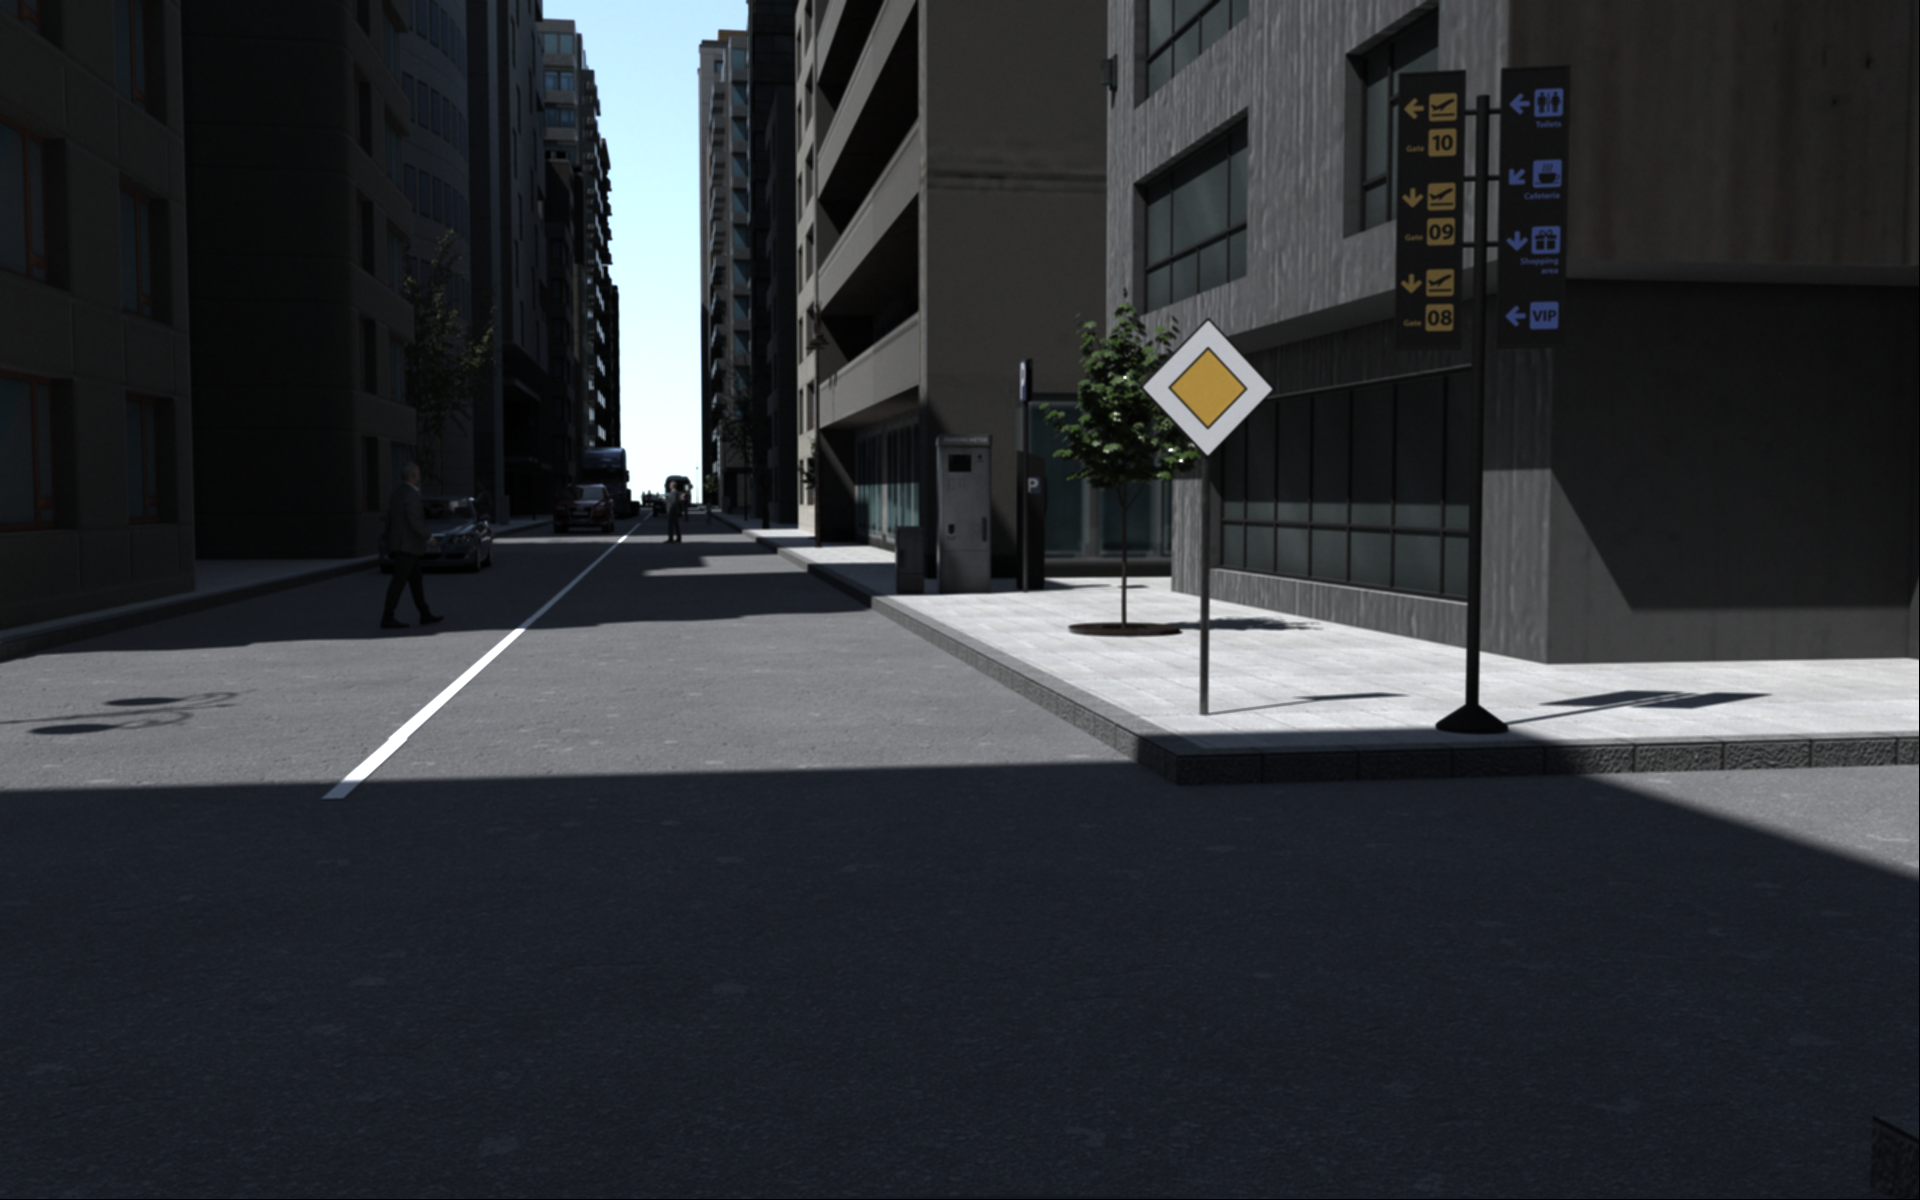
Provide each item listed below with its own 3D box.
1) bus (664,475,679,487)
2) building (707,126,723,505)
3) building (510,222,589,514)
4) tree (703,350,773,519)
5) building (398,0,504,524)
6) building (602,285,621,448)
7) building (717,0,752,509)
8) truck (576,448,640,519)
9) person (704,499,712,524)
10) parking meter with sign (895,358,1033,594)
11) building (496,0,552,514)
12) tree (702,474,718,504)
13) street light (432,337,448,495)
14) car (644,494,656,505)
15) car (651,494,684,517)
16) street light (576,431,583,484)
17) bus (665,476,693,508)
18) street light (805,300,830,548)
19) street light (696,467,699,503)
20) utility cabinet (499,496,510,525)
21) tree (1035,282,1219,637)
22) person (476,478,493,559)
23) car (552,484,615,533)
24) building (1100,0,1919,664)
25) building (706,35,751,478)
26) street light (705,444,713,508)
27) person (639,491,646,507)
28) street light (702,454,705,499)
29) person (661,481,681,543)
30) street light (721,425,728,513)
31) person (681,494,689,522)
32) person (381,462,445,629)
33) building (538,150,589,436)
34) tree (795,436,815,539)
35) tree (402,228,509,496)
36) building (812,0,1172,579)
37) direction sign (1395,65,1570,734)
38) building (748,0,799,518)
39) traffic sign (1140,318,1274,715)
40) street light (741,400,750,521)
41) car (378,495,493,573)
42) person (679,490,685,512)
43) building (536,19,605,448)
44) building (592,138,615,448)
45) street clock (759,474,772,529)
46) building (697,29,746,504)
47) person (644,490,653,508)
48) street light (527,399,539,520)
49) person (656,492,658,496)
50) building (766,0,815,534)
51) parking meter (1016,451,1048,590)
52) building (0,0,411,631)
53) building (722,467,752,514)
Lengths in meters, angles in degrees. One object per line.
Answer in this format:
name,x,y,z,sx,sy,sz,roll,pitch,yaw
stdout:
bus,-37.369,-14.440,227.643,2.896,3.916,12.252,-1,4,-10
building,-23.062,-34.097,207.602,14.600,45.320,14.200,-1,4,-9
building,-41.110,-16.975,122.580,27.650,21.520,28.899,-1,4,-9
tree,-10.698,-8.401,87.721,4.360,8.622,3.978,0,3,0
building,-28.662,-31.748,61.077,21.231,58.520,28.212,-1,4,-9
building,-52.296,-27.975,229.096,14.160,30.474,14.107,-1,4,-9
building,-8.712,-50.801,143.263,22.319,86.520,31.000,-1,4,-9
truck,-21.278,-7.106,105.947,2.967,4.110,18.799,0,4,-8
person,-12.046,-4.245,82.916,0.382,1.210,0.505,0,4,-3
parking meter with sign,0.034,-1.599,22.407,1.738,3.016,0.543,0,4,-7
building,-36.939,-30.829,93.286,28.713,52.752,27.495,-1,4,-9
tree,-23.852,-10.512,166.475,1.663,3.219,1.824,0,3,0
street light,-15.245,-4.770,50.776,0.468,5.910,1.993,-1,4,-9
car,-39.366,-12.749,220.251,2.131,1.459,4.920,-1,4,-8
car,-18.580,-6.009,110.049,2.131,1.459,4.920,-1,4,-9
street light,-27.821,-9.421,126.824,0.468,5.910,1.993,-1,4,-9
bus,-30.228,-11.698,186.119,2.948,3.499,13.247,-1,4,-8
street light,-3.402,-4.199,41.447,0.468,5.910,1.993,-1,4,-9
street light,-36.615,-16.427,241.369,0.468,5.910,1.993,-1,4,-9
utility cabinet,-18.811,-3.692,71.527,0.306,1.237,1.020,0,4,-8
tree,1.413,-1.304,15.921,1.663,3.219,1.824,0,3,0
person,-10.038,-1.667,36.299,0.362,1.759,0.519,-3,5,-44
car,-14.036,-3.431,64.776,2.281,1.827,5.304,-1,4,-9
building,9.788,-14.954,16.206,14.107,30.474,14.160,-1,4,-9
building,-15.333,-34.650,186.137,23.786,49.044,30.456,-1,4,-9
street light,-22.872,-11.391,159.030,0.468,5.910,1.993,-1,4,-9
person,-35.009,-11.129,191.147,1.217,1.739,0.721,3,5,41
street light,-29.486,-13.855,199.320,0.468,5.910,1.993,-1,4,-9
person,-8.524,-2.593,51.069,0.590,1.801,0.661,0,4,-2
street light,-15.807,-8.790,116.506,0.468,5.910,1.993,-1,4,-9
person,-14.214,-4.761,89.571,0.599,1.433,0.991,-2,4,-29
person,-5.894,-0.600,18.705,0.661,1.777,0.834,3,5,42
building,-38.556,-22.800,144.482,14.160,30.474,14.107,-1,4,-9
tree,-3.973,-3.370,49.699,1.663,3.219,1.824,0,3,0
tree,-14.576,-5.922,47.191,4.737,8.622,4.395,0,3,0
building,8.297,-25.267,36.817,21.300,48.544,21.600,-1,4,-9
direction sign,2.789,-1.060,9.333,0.876,3.537,0.379,1,4,12
building,-4.928,-19.970,98.217,14.160,30.474,14.107,-1,4,-9
traffic sign,1.415,-0.389,10.000,0.795,2.450,0.064,-1,4,-9
street light,-10.348,-6.773,83.526,0.468,5.910,1.993,-1,4,-9
car,-9.924,-1.283,32.987,2.014,1.417,4.499,-1,4,-11
person,-21.587,-7.677,134.731,0.721,1.736,1.217,-3,5,-45
building,-48.215,-34.119,177.456,23.786,49.044,30.456,-1,4,-9
building,-52.888,-33.774,206.824,22.147,44.769,28.867,-1,4,-9
street clock,-7.084,-3.584,63.175,0.358,2.002,0.471,3,4,38
building,-23.677,-41.991,228.554,21.231,58.520,28.212,-1,4,-9
person,-31.398,-10.178,174.909,1.348,1.824,0.705,3,5,39
street light,-20.884,-6.847,84.743,0.468,5.910,1.993,-1,4,-9
person,-40.627,-13.665,232.440,1.217,1.766,0.721,-3,5,-43
building,6.729,-13.822,71.022,27.650,21.520,28.899,-1,4,-9
parking meter,0.969,-1.079,23.347,0.399,1.863,0.255,0,4,-5
building,-24.727,-11.060,25.873,27.650,21.520,28.899,-1,4,-9
building,0.011,-26.073,118.180,32.217,40.220,23.993,-1,4,-9
